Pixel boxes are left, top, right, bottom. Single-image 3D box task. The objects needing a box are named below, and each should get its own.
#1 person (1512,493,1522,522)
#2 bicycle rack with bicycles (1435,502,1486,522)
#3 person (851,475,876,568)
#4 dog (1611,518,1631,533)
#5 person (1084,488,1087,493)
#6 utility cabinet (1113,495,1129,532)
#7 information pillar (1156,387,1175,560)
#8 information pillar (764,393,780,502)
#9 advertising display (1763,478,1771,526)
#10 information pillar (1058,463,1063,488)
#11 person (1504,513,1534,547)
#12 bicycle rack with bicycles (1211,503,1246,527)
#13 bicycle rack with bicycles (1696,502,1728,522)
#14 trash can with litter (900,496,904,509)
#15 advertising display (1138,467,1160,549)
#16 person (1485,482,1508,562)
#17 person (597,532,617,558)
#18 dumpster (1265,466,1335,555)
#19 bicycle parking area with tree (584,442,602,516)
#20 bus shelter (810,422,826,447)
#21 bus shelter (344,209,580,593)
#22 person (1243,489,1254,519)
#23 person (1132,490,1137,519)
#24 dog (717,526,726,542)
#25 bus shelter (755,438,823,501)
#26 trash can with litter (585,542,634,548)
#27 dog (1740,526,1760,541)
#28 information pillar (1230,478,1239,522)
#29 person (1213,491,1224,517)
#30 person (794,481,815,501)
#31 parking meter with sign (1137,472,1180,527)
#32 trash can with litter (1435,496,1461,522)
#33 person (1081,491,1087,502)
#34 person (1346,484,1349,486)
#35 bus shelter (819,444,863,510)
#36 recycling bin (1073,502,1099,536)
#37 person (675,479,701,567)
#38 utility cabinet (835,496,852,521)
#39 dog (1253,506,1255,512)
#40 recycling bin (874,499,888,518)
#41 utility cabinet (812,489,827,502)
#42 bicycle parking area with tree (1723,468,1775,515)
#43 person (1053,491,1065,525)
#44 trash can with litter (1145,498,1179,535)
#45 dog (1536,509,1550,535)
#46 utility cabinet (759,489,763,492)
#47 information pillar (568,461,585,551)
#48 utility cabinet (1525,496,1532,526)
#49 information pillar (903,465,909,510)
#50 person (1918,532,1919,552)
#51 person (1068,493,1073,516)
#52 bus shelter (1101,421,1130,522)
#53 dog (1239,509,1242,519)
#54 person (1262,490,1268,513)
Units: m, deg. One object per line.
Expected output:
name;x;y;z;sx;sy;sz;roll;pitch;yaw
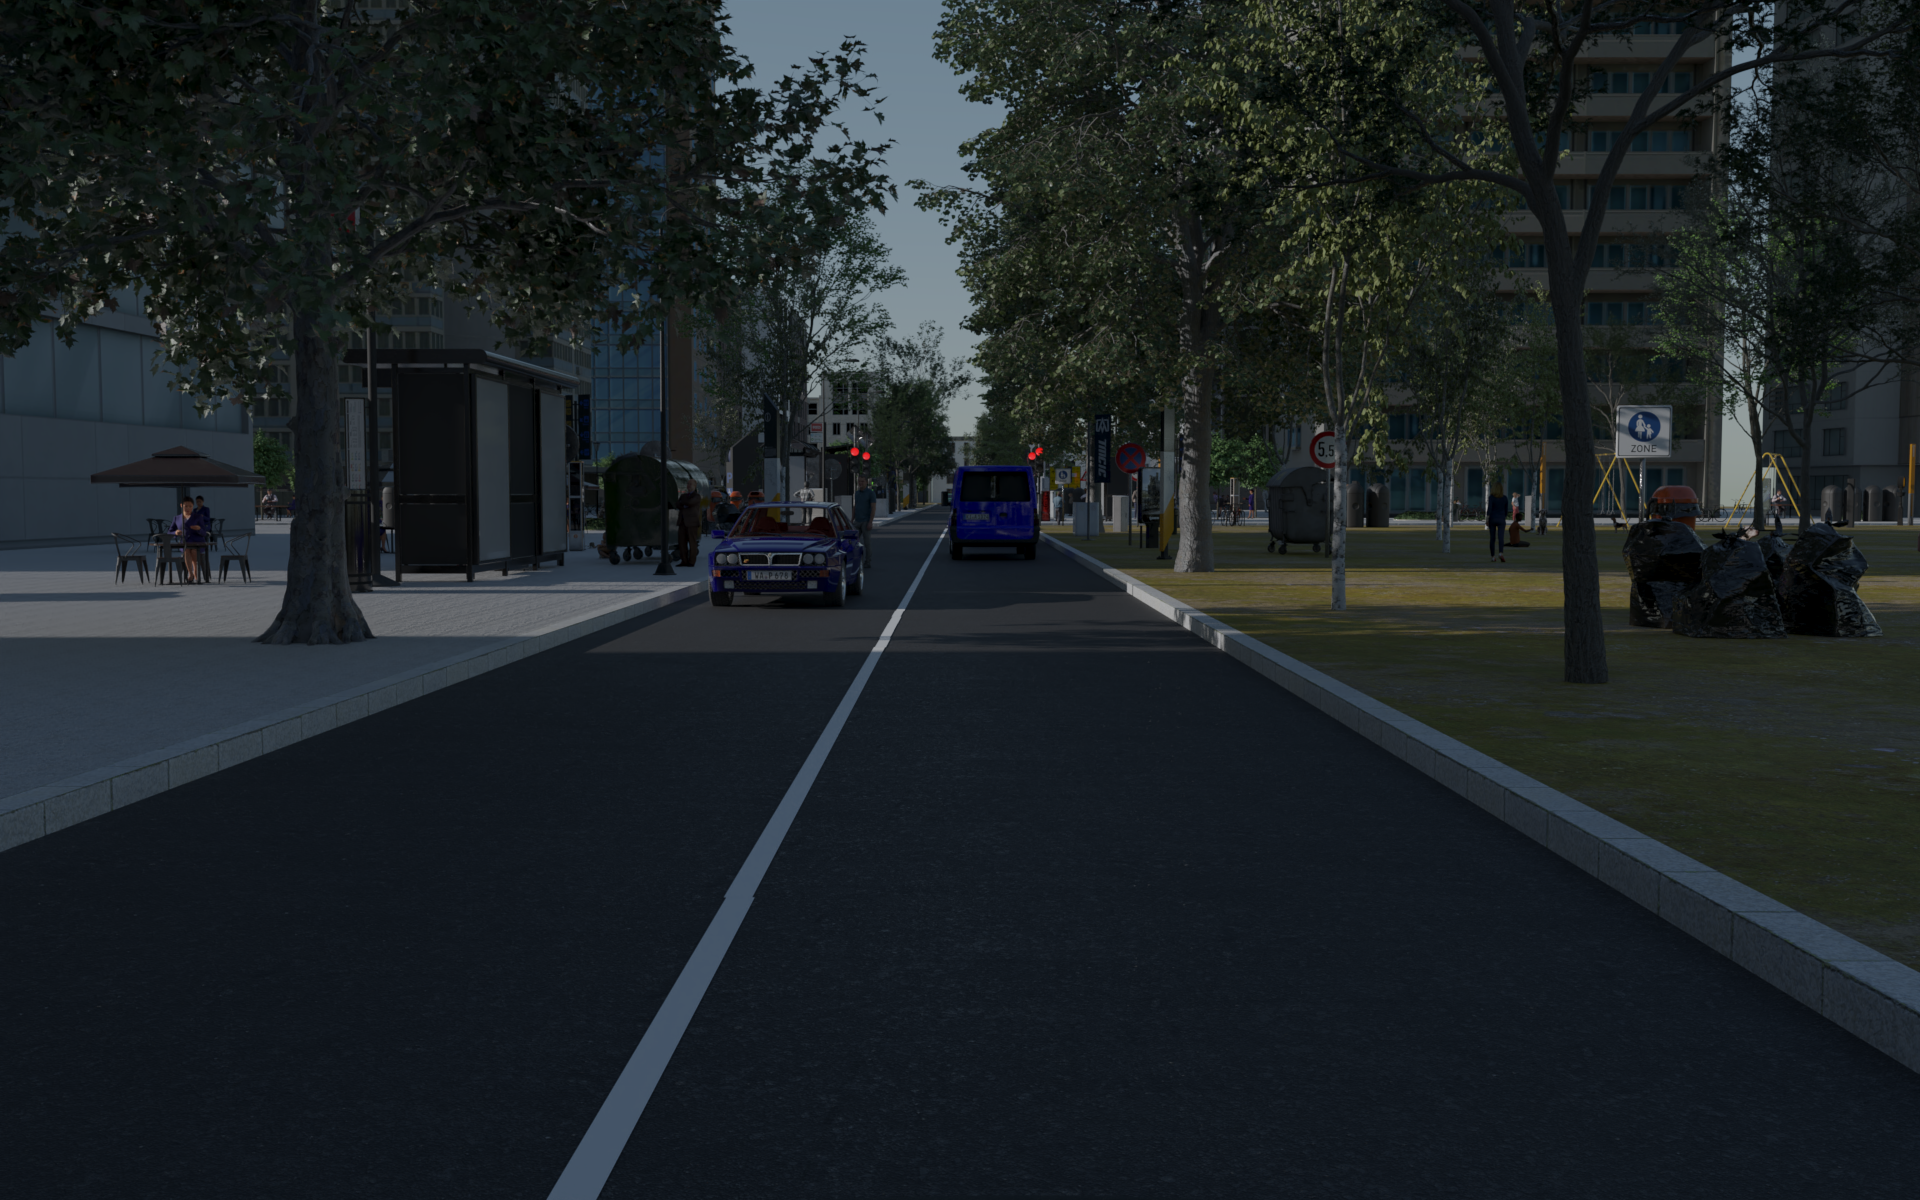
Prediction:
person;25.750;-4.290;80.096;0.340;1.345;0.435;3;4;38
bicycle rack with bicycles;23.612;-4.131;80.917;2.925;0.926;2.852;0;4;-7
person;-1.916;-1.527;33.590;0.434;1.807;0.598;-3;5;-39
dog;21.721;-2.455;56.967;0.540;0.507;0.406;0;4;7
person;11.300;-9.189;156.244;1.348;1.831;0.705;2;4;35
utility cabinet;5.519;-2.950;59.395;0.306;1.237;1.020;1;4;19
information pillar;4.059;-2.607;33.984;0.183;3.616;0.504;2;4;32
information pillar;-4.357;-2.980;40.081;0.504;3.616;0.183;3;5;45
advertising display;32.480;-3.962;69.987;0.974;1.923;0.123;-3;5;-40
information pillar;7.155;-8.052;123.010;0.183;3.616;0.504;3;5;40
person;13.566;-1.688;41.926;0.655;0.850;0.859;0;4;-6
bicycle rack with bicycles;10.470;-3.449;69.767;2.852;0.926;2.925;2;4;34
bicycle rack with bicycles;33.977;-4.086;80.192;2.925;0.926;2.852;2;4;30
trash can with litter;-5.378;-8.408;148.521;1.678;1.210;2.233;0;4;7
advertising display;4.563;-2.192;41.060;0.123;1.923;0.974;3;5;44
person;10.164;-1.474;32.683;0.480;1.512;0.613;-1;4;-14
person;-7.002;-1.090;34.342;0.381;0.543;0.357;-1;4;-20
dumpster;7.332;-1.924;37.212;1.264;1.857;1.865;0;4;0
bicycle parking area with tree;-21.597;-6.823;98.558;9.016;4.147;8.231;-1;4;-16
bus shelter;-7.259;-7.452;99.474;2.179;5.291;8.768;0;4;0
bus shelter;-7.871;-2.986;26.458;2.179;5.291;8.768;0;4;0
person;14.997;-4.979;89.822;0.546;1.535;0.453;-1;4;-9
person;9.209;-5.064;89.373;0.617;1.759;0.750;1;4;10
dog;-5.696;-1.594;42.893;0.406;0.507;0.540;2;4;29
bus shelter;-6.231;-4.283;63.948;2.014;3.302;5.546;0;4;0
trash can with litter;-8.673;-1.879;41.778;1.678;1.210;2.233;1;4;13
dog;11.496;-0.685;25.577;0.513;0.831;0.800;1;4;21
information pillar;12.501;-4.542;78.762;0.304;2.012;0.304;-1;4;-20
person;14.344;-5.329;96.402;0.421;1.427;0.697;-3;4;-38
person;-5.363;-3.284;60.451;0.841;1.734;0.376;2;4;32
parking meter with sign;7.677;-4.328;67.029;1.738;3.016;0.543;-1;4;-11
trash can with litter;22.349;-4.154;79.297;1.055;1.170;0.624;0;4;2
person;7.164;-5.456;98.430;0.628;1.438;0.799;0;4;-7
person;18.309;-4.616;82.198;0.565;1.739;0.600;1;4;15
bus shelter;-5.679;-5.636;83.424;1.731;3.624;6.357;0;3;0
recycling bin;3.840;-2.466;52.874;0.722;1.027;0.722;0;4;-3
person;-4.767;-1.354;30.458;0.482;1.546;0.388;2;4;34
utility cabinet;-4.638;-3.524;68.784;0.306;1.237;1.020;1;4;21
dog;21.533;-6.694;127.188;0.550;0.427;0.748;2;4;28
recycling bin;-4.338;-4.991;94.156;0.722;1.027;0.722;0;4;8
utility cabinet;-5.964;-3.766;70.251;1.173;1.500;0.318;2;4;26
bicycle parking area with tree;49.618;-7.593;111.145;8.231;4.147;9.016;1;4;16
person;4.153;-3.798;72.815;0.429;1.552;0.499;-1;4;-22
trash can with litter;6.368;-2.637;54.504;1.055;1.170;0.624;0;4;5
dog;18.385;-2.445;54.351;0.800;0.831;0.513;-2;4;-34
utility cabinet;-9.712;-4.415;80.870;1.173;1.500;0.318;-1;4;-10
information pillar;-8.619;-2.106;38.923;0.304;2.012;0.304;0;4;-2
utility cabinet;22.962;-3.590;69.855;0.306;1.237;1.020;1;4;21
information pillar;-4.298;-8.951;137.698;0.504;3.616;0.183;-1;4;-12
person;13.307;-0.931;23.470;0.614;1.554;0.590;-1;4;-13
person;6.389;-5.540;100.528;0.340;1.345;0.435;0;4;3
bus shelter;7.529;-6.514;84.130;2.179;5.291;8.768;0;4;0
dog;14.148;-4.400;88.778;0.406;0.507;0.540;2;4;35
person;21.289;-6.970;120.153;0.789;1.805;0.875;-1;4;-14
